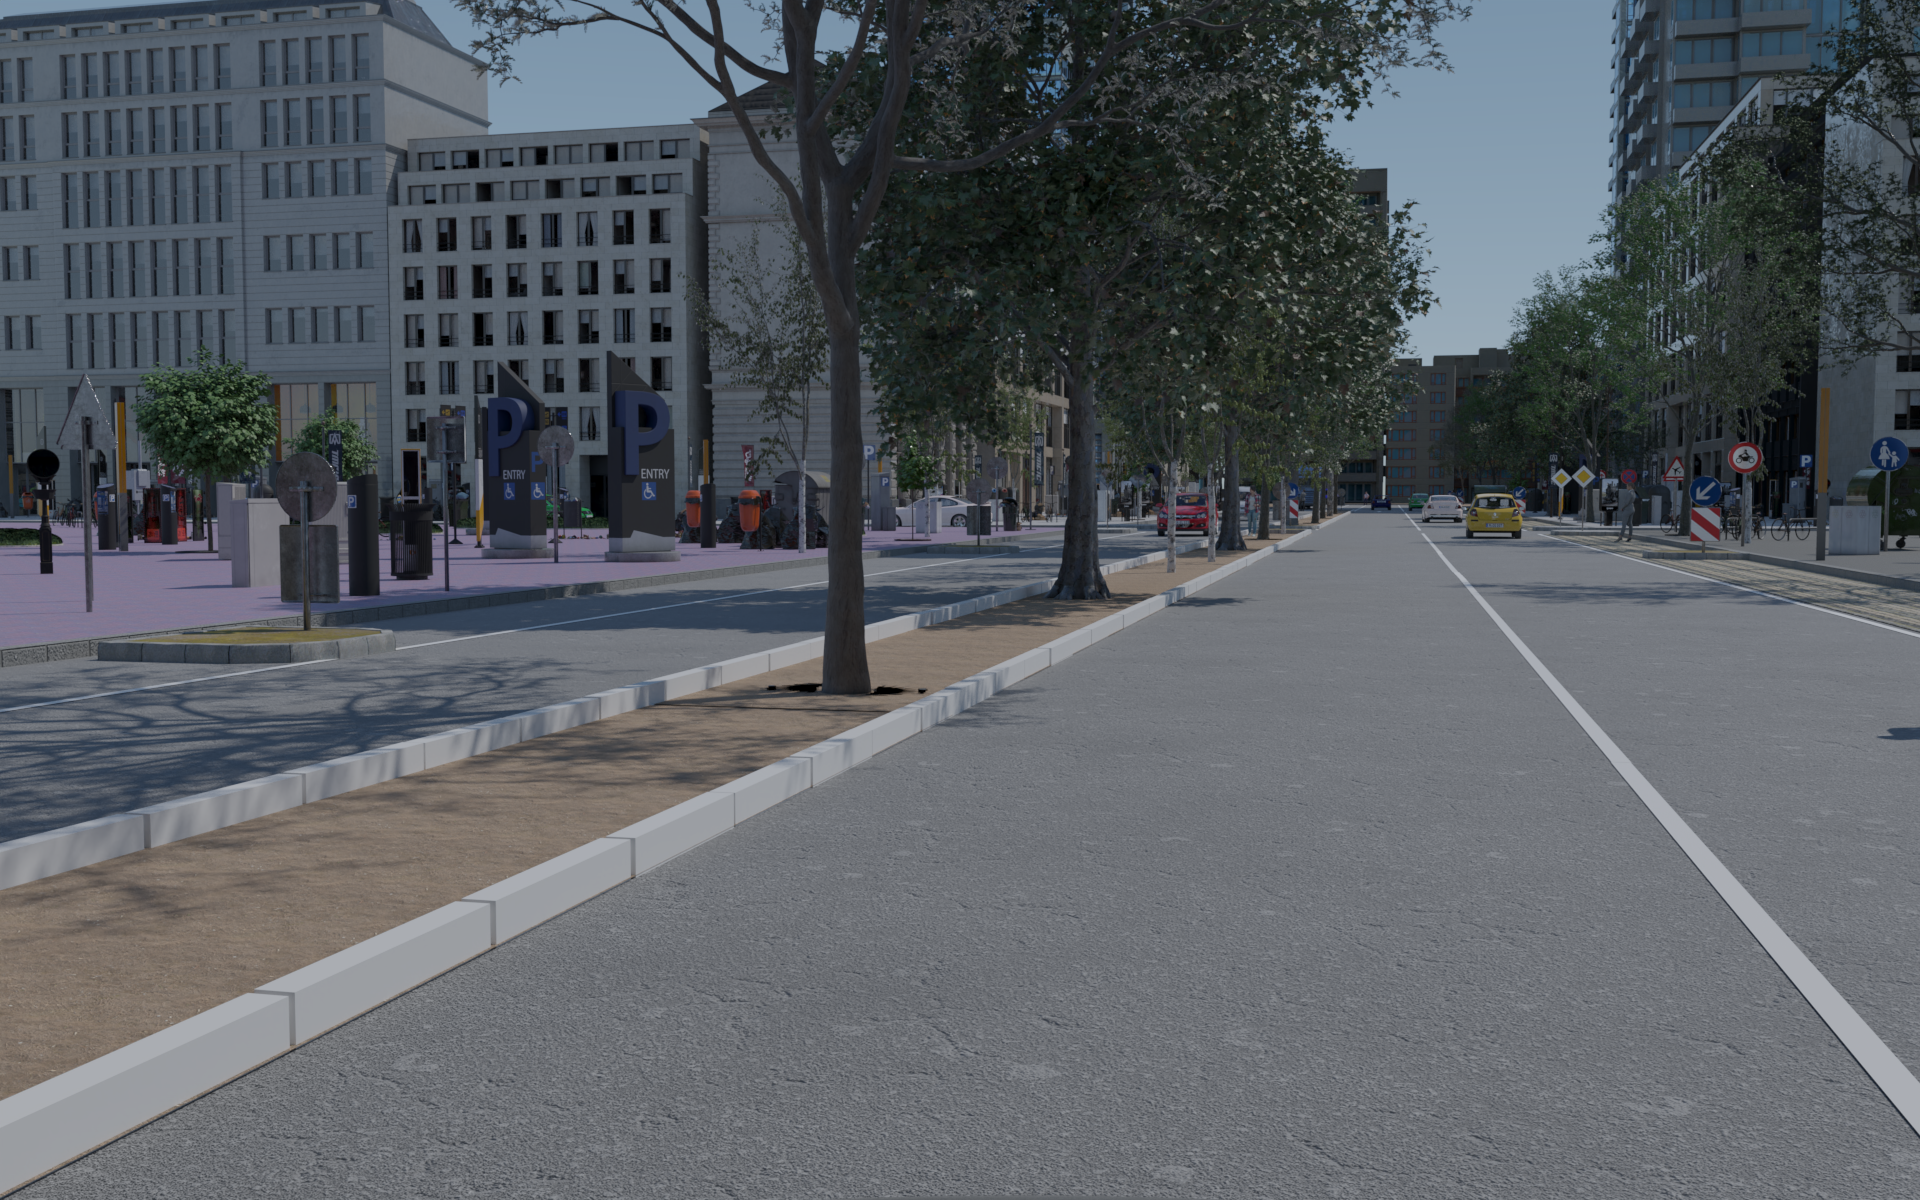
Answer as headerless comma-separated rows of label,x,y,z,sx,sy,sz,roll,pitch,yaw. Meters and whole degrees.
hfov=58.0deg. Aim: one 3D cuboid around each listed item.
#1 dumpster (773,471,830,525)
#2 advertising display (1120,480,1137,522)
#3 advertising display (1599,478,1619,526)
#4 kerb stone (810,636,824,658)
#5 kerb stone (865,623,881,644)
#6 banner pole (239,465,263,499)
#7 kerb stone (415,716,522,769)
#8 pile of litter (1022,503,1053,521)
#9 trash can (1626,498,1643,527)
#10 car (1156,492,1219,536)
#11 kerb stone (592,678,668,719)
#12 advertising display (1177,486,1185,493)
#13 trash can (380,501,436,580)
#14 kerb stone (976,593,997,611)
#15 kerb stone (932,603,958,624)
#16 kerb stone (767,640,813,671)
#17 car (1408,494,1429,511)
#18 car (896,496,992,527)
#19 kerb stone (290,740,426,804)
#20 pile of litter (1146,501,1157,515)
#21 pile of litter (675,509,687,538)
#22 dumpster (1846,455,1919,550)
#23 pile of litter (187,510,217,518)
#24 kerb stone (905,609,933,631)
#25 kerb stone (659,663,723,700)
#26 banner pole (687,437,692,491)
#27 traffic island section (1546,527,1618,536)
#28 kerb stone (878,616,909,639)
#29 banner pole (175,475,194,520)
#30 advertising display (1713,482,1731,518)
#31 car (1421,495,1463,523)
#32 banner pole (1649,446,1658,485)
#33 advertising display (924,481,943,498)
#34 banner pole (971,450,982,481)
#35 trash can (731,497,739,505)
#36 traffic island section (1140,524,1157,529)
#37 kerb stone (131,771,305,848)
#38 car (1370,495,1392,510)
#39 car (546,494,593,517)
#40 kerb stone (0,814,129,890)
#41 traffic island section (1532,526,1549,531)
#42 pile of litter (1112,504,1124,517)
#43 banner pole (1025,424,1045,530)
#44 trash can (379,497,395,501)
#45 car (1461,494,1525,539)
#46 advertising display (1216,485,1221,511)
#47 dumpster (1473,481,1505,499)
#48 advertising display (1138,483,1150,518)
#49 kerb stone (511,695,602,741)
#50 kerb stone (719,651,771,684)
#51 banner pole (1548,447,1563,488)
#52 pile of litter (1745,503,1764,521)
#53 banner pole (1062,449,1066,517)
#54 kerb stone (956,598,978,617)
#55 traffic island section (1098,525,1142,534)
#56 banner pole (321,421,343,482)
dumpster,-3.868,-2.311,43.544,1.264,1.857,1.865,1,4,14
advertising display,7.809,-4.630,80.909,0.123,1.923,0.974,-2,4,-28
advertising display,25.895,-3.908,69.116,0.974,1.923,0.123,-2,4,-28
kerb stone,-1.223,0.414,15.422,0.120,0.150,1.000,1,4,14
kerb stone,-0.973,0.354,16.420,0.120,0.150,1.000,1,4,14
banner pole,-20.672,-3.708,50.649,0.863,3.779,0.401,-3,5,-39
kerb stone,-2.701,0.783,9.449,0.120,0.150,1.000,1,4,14
pile of litter,3.723,-4.297,84.224,1.176,0.858,1.719,-3,5,-40
trash can,26.709,-3.488,68.681,0.748,1.137,0.748,0,3,0
car,7.919,-3.120,60.046,2.155,1.783,4.494,1,4,14
kerb stone,-2.206,0.658,11.444,0.120,0.150,1.000,1,4,14
advertising display,18.449,-8.553,145.048,0.974,1.923,0.123,2,4,24
trash can,-8.221,-0.875,25.955,0.748,1.137,0.748,0,3,0
kerb stone,0.259,0.049,21.389,0.120,0.150,1.000,1,4,14
kerb stone,-0.231,0.171,19.400,0.120,0.150,1.000,1,4,14
kerb stone,-1.463,0.476,14.426,0.120,0.150,1.000,1,4,14
car,38.894,-8.424,146.525,1.959,1.807,4.718,1,4,13
car,-1.080,-3.539,70.223,4.827,1.381,2.083,1,4,14
kerb stone,-2.943,0.840,8.456,0.120,0.150,1.000,1,4,14
pile of litter,11.540,-5.654,106.405,1.176,0.858,1.719,-2,4,-33
pile of litter,-8.390,-2.275,51.167,1.176,0.858,1.719,2,4,30
dumpster,21.618,-2.305,40.182,1.502,2.255,1.985,1,4,14
pile of litter,-41.247,-4.890,93.921,1.719,0.858,1.176,1,4,11
kerb stone,-0.494,0.232,18.407,0.120,0.150,1.000,1,4,14
kerb stone,-1.961,0.597,12.437,0.120,0.150,1.000,1,4,14
banner pole,-11.827,-5.257,75.964,0.401,3.779,0.863,0,4,3
traffic island section,21.645,-2.317,60.171,2.009,0.180,2.903,1,4,14
kerb stone,-0.731,0.293,17.412,0.120,0.150,1.000,1,4,14
banner pole,-38.167,-5.845,85.585,0.863,3.779,0.401,1,4,15
advertising display,41.479,-5.448,94.288,0.974,1.923,0.123,0,4,-5
car,24.449,-4.615,87.824,2.083,1.381,4.827,1,4,13
banner pole,36.235,-6.154,90.640,0.401,3.779,0.863,-1,4,-15
advertising display,-1.244,-4.669,81.558,0.974,1.923,0.123,-2,4,-25
banner pole,0.881,-6.587,97.716,0.863,3.779,0.401,-2,4,-26
trash can,-18.438,-8.129,144.567,0.748,1.137,0.748,0,3,0
traffic island section,7.361,-3.036,71.924,2.009,0.180,2.903,1,4,14
kerb stone,-3.190,0.903,7.457,0.120,0.150,1.000,1,4,14
car,37.460,-8.654,154.070,1.945,1.354,3.894,1,4,13
car,-18.112,-4.019,74.503,4.718,1.807,1.959,1,4,13
kerb stone,-3.446,0.965,6.465,0.120,0.150,1.000,1,4,14
traffic island section,23.564,-2.792,67.923,2.009,0.180,2.903,1,4,14
pile of litter,8.790,-5.022,96.071,1.176,0.858,1.719,0,4,-3
banner pole,2.701,-4.392,61.827,0.863,3.779,0.401,-3,5,-39
trash can,-26.567,-4.200,80.330,0.748,1.137,0.748,0,3,0
car,17.519,-2.855,56.906,2.015,1.641,3.980,1,4,15
advertising display,19.149,-7.528,128.299,0.123,1.923,0.974,-1,4,-10
dumpster,34.312,-6.567,112.320,1.985,2.255,1.502,1,4,13
advertising display,9.835,-5.370,93.019,0.974,1.923,0.123,-3,4,-38
kerb stone,-2.455,0.724,10.451,0.120,0.150,1.000,1,4,14
kerb stone,-1.716,0.536,13.435,0.120,0.150,1.000,1,4,14
banner pole,31.707,-6.244,92.107,0.863,3.779,0.401,2,4,28
pile of litter,38.199,-4.247,83.407,1.176,0.858,1.719,3,4,39
banner pole,5.732,-6.453,95.522,0.401,3.779,0.863,1,4,15
kerb stone,0.004,0.113,20.399,0.120,0.150,1.000,1,4,14
traffic island section,5.442,-2.562,64.172,2.009,0.180,2.903,1,4,14
banner pole,-21.595,-4.248,59.469,0.863,3.779,0.401,0,4,-1
